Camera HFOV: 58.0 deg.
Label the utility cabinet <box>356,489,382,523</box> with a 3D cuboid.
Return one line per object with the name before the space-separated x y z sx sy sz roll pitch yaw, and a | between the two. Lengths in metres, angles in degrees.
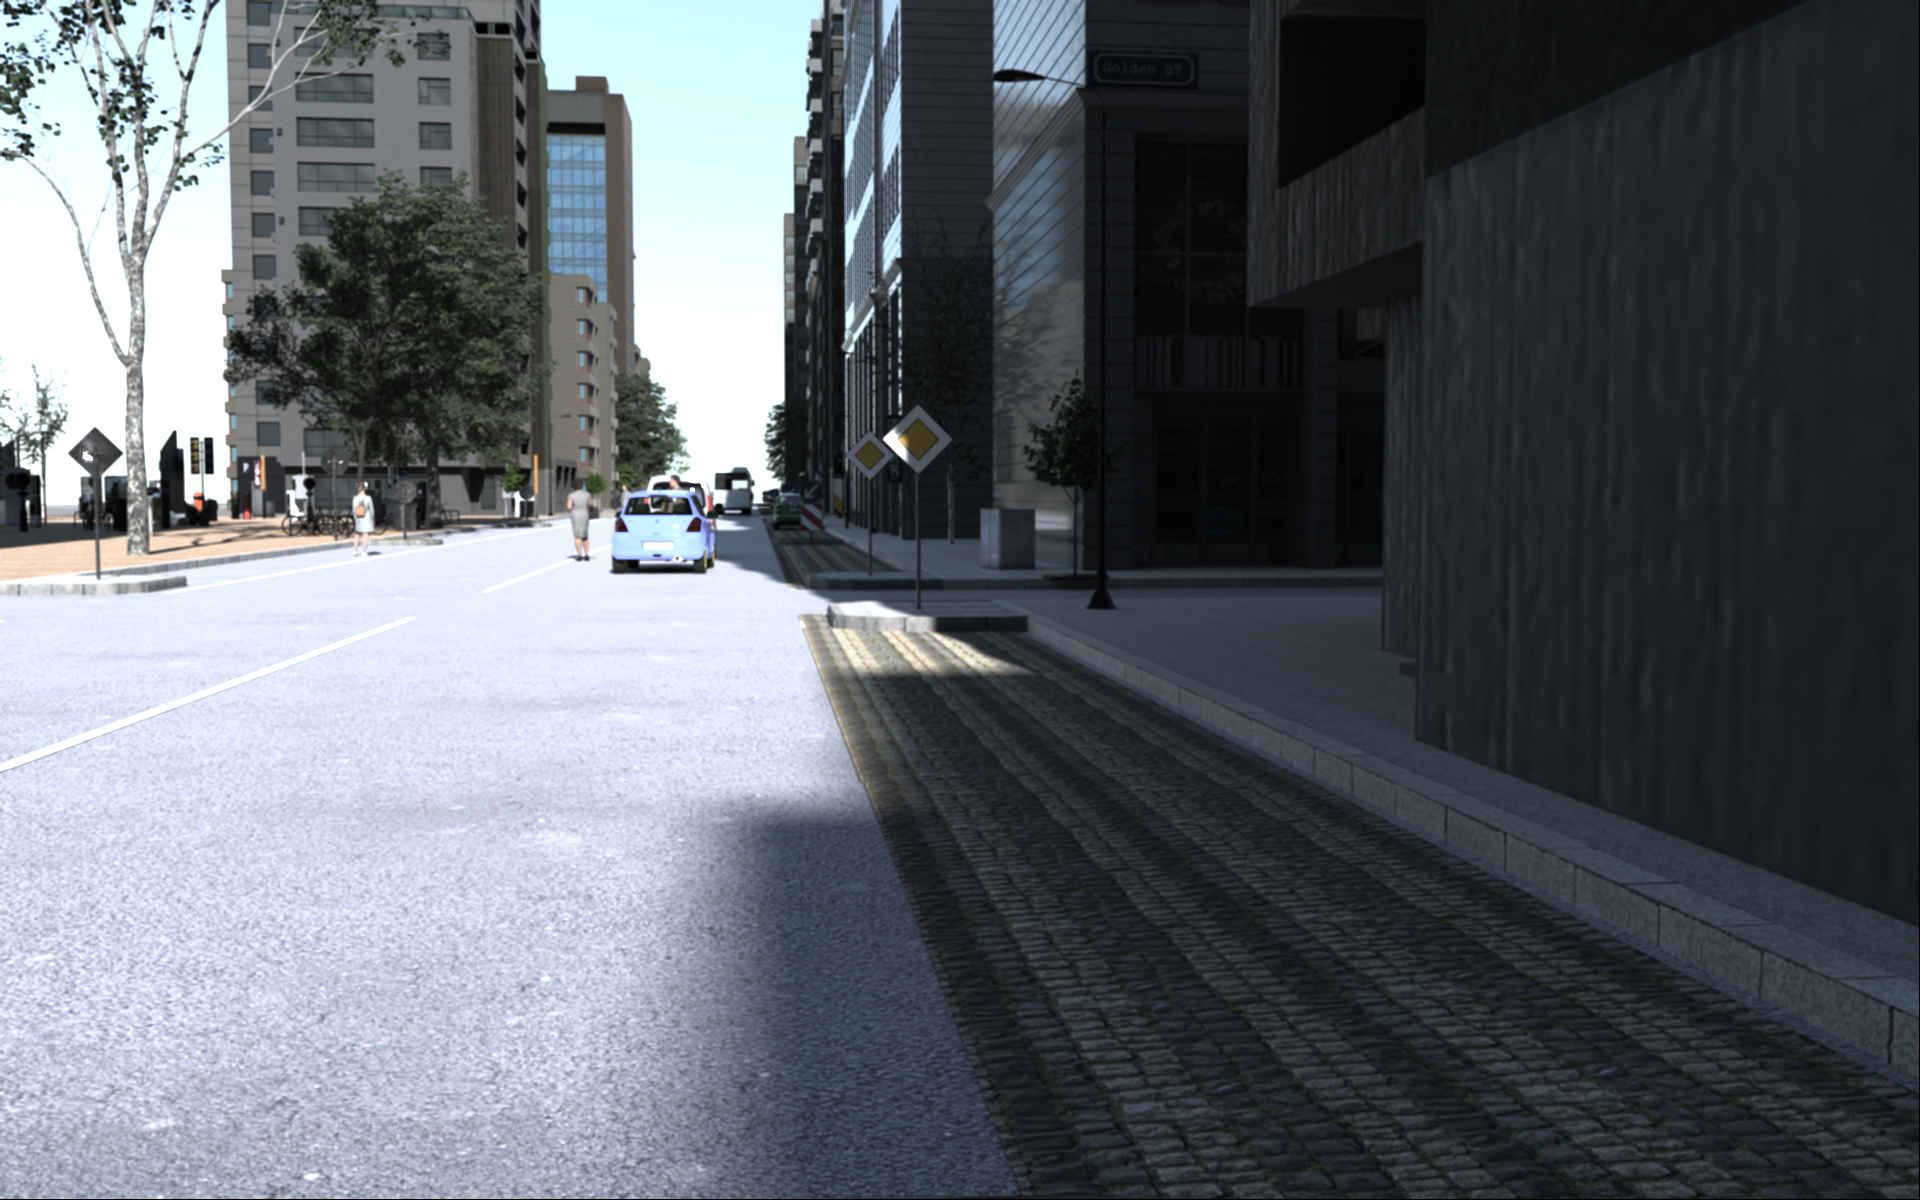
utility cabinet | -25.379 -4.020 74.400 0.318 1.500 1.173 2 4 29

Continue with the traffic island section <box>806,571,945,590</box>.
traffic island section | -1.395 -0.305 27.271 2.009 0.180 2.903 0 4 -7

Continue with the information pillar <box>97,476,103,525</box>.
information pillar | -35.778 -4.925 71.881 0.183 3.616 0.504 0 4 1

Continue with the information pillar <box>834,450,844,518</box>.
information pillar | -6.503 -6.203 92.776 0.504 3.616 0.183 0 4 6

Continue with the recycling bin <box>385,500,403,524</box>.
recycling bin | -24.449 -3.824 75.068 0.722 1.027 0.722 0 4 0

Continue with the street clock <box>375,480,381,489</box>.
street clock | -29.142 -5.026 86.742 0.358 2.002 0.471 -1 4 -8

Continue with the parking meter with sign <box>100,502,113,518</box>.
parking meter with sign | -45.389 -5.919 93.030 1.738 3.016 0.543 -3 4 -38

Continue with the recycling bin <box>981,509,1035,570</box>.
recycling bin | 0.824 -1.058 29.859 0.722 1.027 0.722 -2 4 -28

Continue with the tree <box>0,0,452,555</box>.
tree | -17.514 -11.105 37.464 12.611 20.169 13.585 0 3 0

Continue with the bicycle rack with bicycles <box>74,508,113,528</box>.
bicycle rack with bicycles | -32.221 -3.229 66.168 2.852 0.926 2.925 1 4 11

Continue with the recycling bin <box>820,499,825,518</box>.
recycling bin | -7.763 -5.027 94.742 0.722 1.027 0.722 0 4 -6

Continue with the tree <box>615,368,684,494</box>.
tree | -33.059 -16.434 175.353 9.857 13.997 8.962 0 3 0

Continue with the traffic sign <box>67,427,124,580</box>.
traffic sign | -12.882 -1.358 25.843 0.795 2.450 0.064 0 4 -7

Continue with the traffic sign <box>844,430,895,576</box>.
traffic sign | -1.417 -1.440 27.191 0.795 2.450 0.064 0 4 -7

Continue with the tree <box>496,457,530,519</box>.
tree | -23.256 -5.831 89.937 1.663 3.219 1.824 0 3 0

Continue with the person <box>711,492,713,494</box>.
person | -34.343 -14.158 240.518 0.617 1.759 0.750 2 4 35

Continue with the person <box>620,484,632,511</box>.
person | -12.564 -3.448 64.969 0.635 1.810 0.391 2 4 34

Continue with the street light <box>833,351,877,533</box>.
street light | -3.406 -5.129 56.396 1.470 5.913 1.316 0 4 -7

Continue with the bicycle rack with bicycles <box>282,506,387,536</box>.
bicycle rack with bicycles | -19.522 -2.449 53.426 2.925 0.926 2.852 0 4 3

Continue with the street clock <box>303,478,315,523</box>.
street clock | -29.134 -4.466 77.591 0.358 2.002 0.471 3 4 37

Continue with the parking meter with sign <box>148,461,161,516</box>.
parking meter with sign | -42.332 -5.806 91.192 1.738 3.016 0.543 2 4 35

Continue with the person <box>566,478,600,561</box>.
person | -8.084 -1.728 37.109 0.716 1.782 0.532 -2 4 -28

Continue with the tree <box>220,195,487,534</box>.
tree | -19.220 -7.370 54.906 8.767 10.594 7.601 -1 4 -11

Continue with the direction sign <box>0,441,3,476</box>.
direction sign | -41.174 -5.022 74.101 0.379 3.537 0.876 0 4 -2

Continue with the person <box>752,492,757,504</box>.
person | -28.964 -14.227 241.825 1.217 1.735 0.721 1 4 10

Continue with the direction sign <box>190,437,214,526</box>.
direction sign | -30.093 -4.699 68.820 0.876 3.537 0.379 -1 4 -8

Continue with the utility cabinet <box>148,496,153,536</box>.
utility cabinet | -24.959 -2.552 52.892 0.306 1.237 1.020 -3 5 -40

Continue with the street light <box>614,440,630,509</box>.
street light | -28.873 -10.715 147.736 1.470 5.913 1.316 0 4 -7

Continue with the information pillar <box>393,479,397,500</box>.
information pillar | -27.137 -4.831 83.486 0.304 2.012 0.304 -1 4 -10

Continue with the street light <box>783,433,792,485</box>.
street light | -12.427 -9.707 131.257 1.470 5.913 1.316 0 4 -7

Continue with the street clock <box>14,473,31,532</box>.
street clock | -31.813 -3.317 58.803 0.358 2.002 0.471 2 4 35

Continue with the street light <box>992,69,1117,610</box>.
street light | 1.046 -2.852 19.177 1.470 5.913 1.316 0 4 -7

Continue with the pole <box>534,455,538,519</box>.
pole | -22.114 -5.905 90.385 0.158 3.312 0.155 0 3 0

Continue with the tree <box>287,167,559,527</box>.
tree | -20.472 -9.782 66.583 9.857 13.997 8.962 0 3 0

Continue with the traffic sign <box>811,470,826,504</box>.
traffic sign | -7.558 -5.663 92.694 0.768 2.556 0.104 0 4 1

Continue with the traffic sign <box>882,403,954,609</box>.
traffic sign | -0.467 -0.955 19.263 0.795 2.450 0.064 0 4 -7

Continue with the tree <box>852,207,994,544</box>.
tree | -0.368 -5.725 43.972 4.360 8.622 3.978 0 3 0

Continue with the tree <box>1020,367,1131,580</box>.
tree | 1.871 -1.942 26.350 1.663 3.219 1.824 0 3 0

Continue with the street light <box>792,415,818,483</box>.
street light | -8.962 -7.914 101.936 1.470 5.913 1.316 0 4 -7

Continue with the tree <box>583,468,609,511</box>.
tree | -27.649 -8.441 132.617 1.663 3.219 1.824 0 3 0

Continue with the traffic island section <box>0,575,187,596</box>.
traffic island section | -12.905 -0.221 25.902 2.009 0.180 2.903 0 4 -7

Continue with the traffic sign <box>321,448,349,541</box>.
traffic sign | -17.222 -2.913 47.732 0.768 2.556 0.104 0 4 -2

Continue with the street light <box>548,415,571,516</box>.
street light | -23.532 -7.902 101.739 1.470 5.913 1.316 0 4 -7

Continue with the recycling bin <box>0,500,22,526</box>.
recycling bin | -38.342 -3.511 69.953 0.722 1.027 0.722 3 4 37

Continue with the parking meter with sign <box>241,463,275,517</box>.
parking meter with sign | -39.001 -6.122 96.358 1.738 3.016 0.543 1 4 12

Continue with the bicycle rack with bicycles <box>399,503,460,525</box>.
bicycle rack with bicycles | -22.125 -3.539 71.252 2.852 0.926 2.925 2 4 26

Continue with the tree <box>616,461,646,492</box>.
tree | -32.191 -11.272 168.004 4.285 4.588 4.351 0 3 0

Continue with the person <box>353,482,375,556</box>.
person | -13.761 -1.859 39.900 0.512 1.701 0.522 0 4 -7

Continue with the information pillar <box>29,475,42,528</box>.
information pillar | -35.438 -3.784 66.359 0.304 2.012 0.304 0 4 6

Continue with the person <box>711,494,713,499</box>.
person | -26.495 -10.607 185.163 0.421 1.427 0.697 0 4 -7

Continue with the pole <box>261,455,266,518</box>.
pole | -36.577 -5.939 90.941 0.158 3.312 0.155 0 3 0

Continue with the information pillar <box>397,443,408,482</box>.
information pillar | -25.323 -5.338 78.632 0.183 3.616 0.504 3 5 42

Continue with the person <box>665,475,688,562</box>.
person | -6.071 -1.734 36.768 0.656 1.842 0.836 -2 4 -30

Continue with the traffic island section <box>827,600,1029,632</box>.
traffic island section | -0.445 0.180 19.342 2.009 0.180 2.903 0 4 -7
